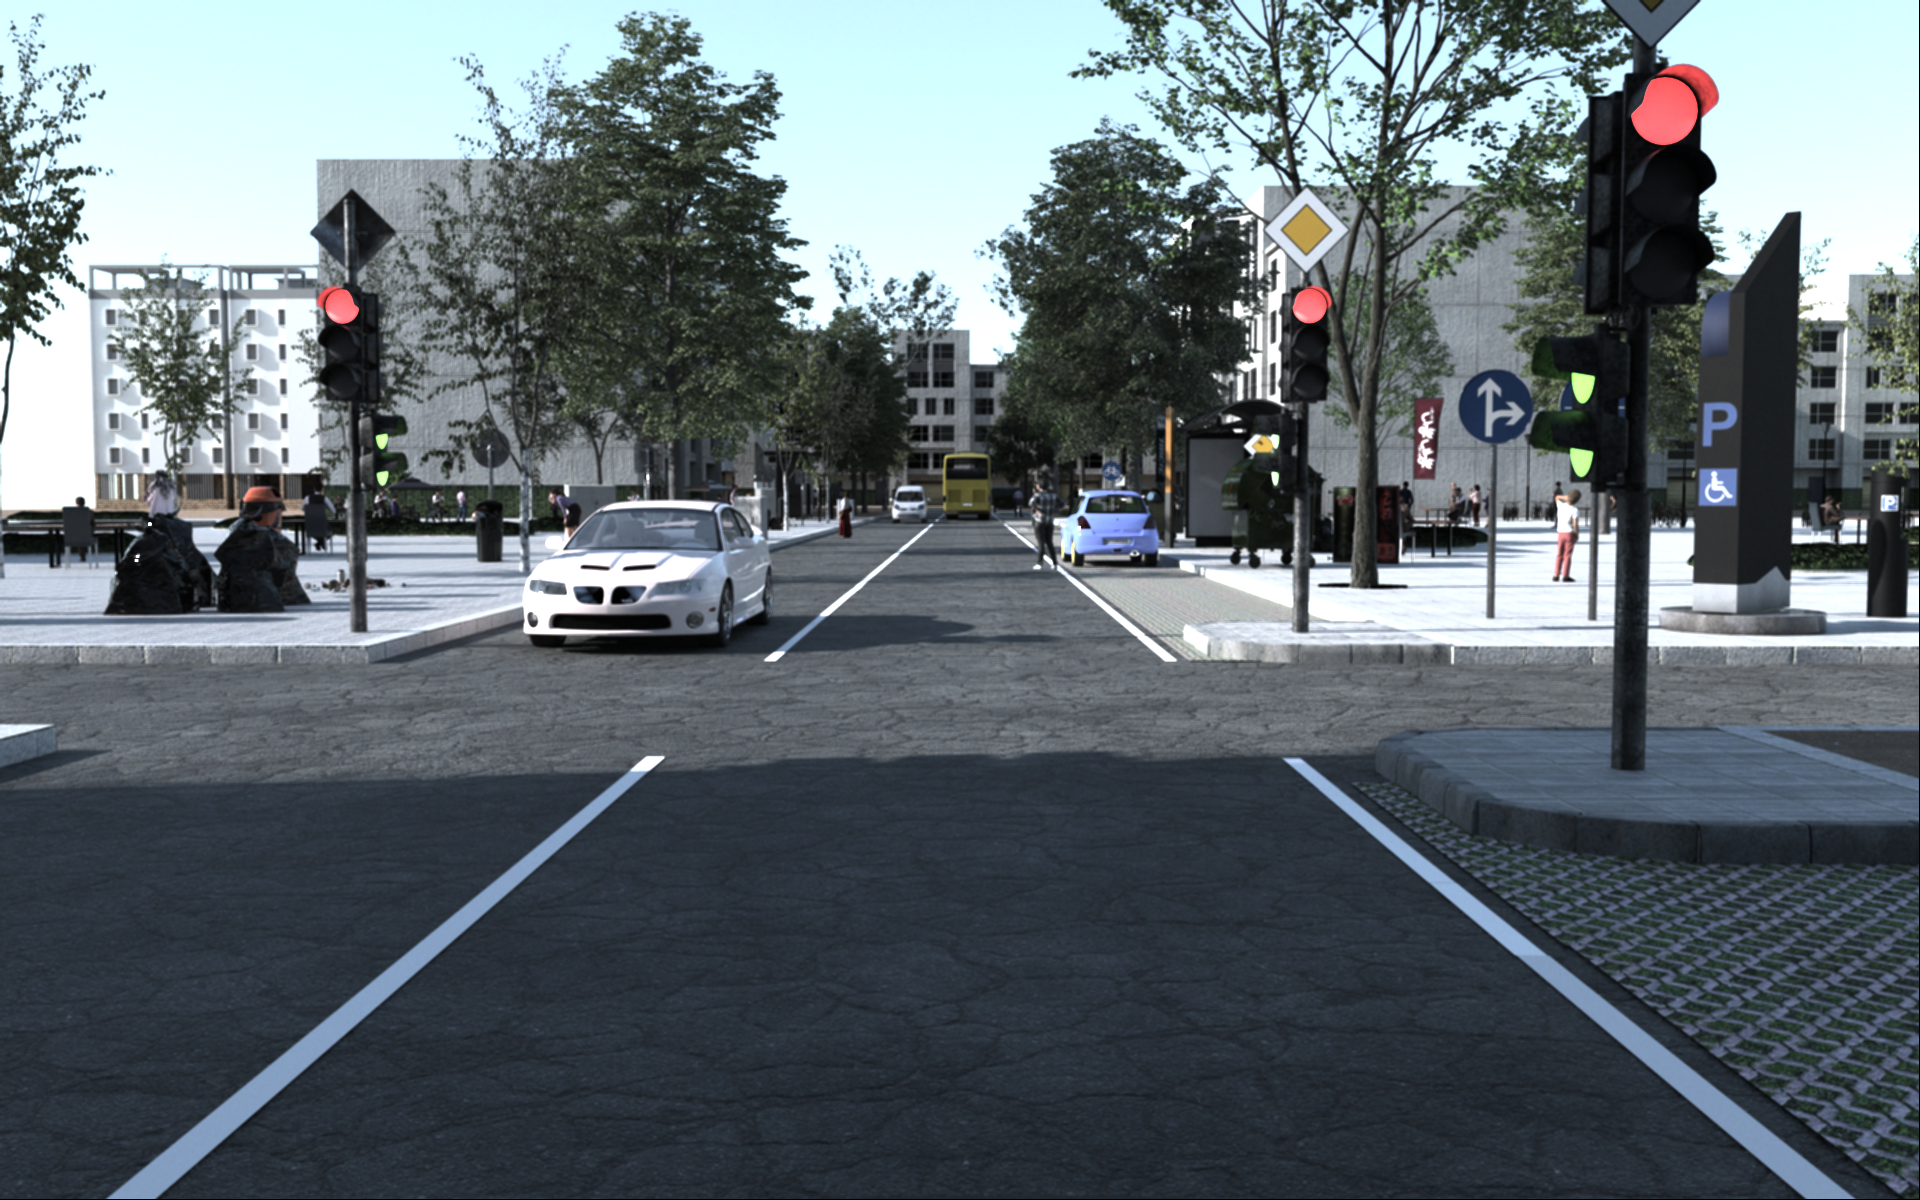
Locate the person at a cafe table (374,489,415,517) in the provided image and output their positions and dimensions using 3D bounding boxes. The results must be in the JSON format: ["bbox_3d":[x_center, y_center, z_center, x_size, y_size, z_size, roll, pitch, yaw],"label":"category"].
[{"bbox_3d":[-25.549,-4.206,77.291,1.622,1.524,1.698,2,4,30],"label":"person at a cafe table"}]

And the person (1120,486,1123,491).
[{"bbox_3d":[11.502,-7.196,123.715,1.348,1.823,0.705,3,5,44],"label":"person"}]

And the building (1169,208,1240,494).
[{"bbox_3d":[30.605,-18.108,140.043,27.936,21.610,32.646,0,4,0],"label":"building"}]

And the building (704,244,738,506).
[{"bbox_3d":[-25.033,-16.671,128.992,16.016,20.091,11.380,0,4,0],"label":"building"}]

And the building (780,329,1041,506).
[{"bbox_3d":[-7.312,-20.062,194.466,31.486,18.905,16.747,0,4,0],"label":"building"}]

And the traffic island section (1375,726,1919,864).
[{"bbox_3d":[3.147,0.867,8.103,2.009,0.180,2.903,0,4,0],"label":"traffic island section"}]

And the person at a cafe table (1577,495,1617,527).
[{"bbox_3d":[25.177,-3.498,68.046,1.726,1.238,1.698,3,4,39],"label":"person at a cafe table"}]

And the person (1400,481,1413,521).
[{"bbox_3d":[16.092,-3.408,62.475,0.576,1.737,0.504,2,4,28],"label":"person"}]

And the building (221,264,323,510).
[{"bbox_3d":[-54.181,-17.920,149.411,11.380,20.091,16.016,0,4,0],"label":"building"}]

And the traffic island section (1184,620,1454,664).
[{"bbox_3d":[3.184,0.379,16.088,2.009,0.180,2.903,0,4,0],"label":"traffic island section"}]

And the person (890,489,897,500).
[{"bbox_3d":[-5.718,-8.952,153.194,0.721,1.735,1.217,3,5,45],"label":"person"}]

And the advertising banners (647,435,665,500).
[{"bbox_3d":[-9.014,-3.374,51.357,0.090,3.025,2.074,0,4,3],"label":"advertising banners"}]

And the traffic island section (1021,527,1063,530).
[{"bbox_3d":[3.427,-2.817,68.919,1.991,0.108,1.994,0,4,0],"label":"traffic island section"}]

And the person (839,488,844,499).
[{"bbox_3d":[-10.214,-8.823,150.375,0.705,1.814,1.350,1,4,21],"label":"person"}]

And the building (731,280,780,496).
[{"bbox_3d":[-32.315,-17.237,148.282,31.486,18.905,16.747,0,4,0],"label":"building"}]

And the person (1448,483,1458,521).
[{"bbox_3d":[21.282,-4.155,74.530,0.434,1.755,0.990,0,4,-5],"label":"person"}]

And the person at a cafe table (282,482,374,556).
[{"bbox_3d":[-13.376,-1.702,36.341,1.698,1.524,1.622,-1,4,-10],"label":"person at a cafe table"}]

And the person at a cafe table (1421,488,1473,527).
[{"bbox_3d":[18.409,-3.458,65.053,1.622,1.524,1.698,0,4,-7],"label":"person at a cafe table"}]

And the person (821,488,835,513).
[{"bbox_3d":[-9.106,-6.883,119.398,1.217,1.723,0.721,2,4,27],"label":"person"}]

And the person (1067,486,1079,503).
[{"bbox_3d":[7.490,-6.476,111.951,1.348,1.821,0.705,2,4,34],"label":"person"}]

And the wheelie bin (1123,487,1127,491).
[{"bbox_3d":[8.035,-4.552,82.340,0.693,1.594,0.980,-3,5,-43],"label":"wheelie bin"}]

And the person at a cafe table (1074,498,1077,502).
[{"bbox_3d":[6.531,-4.635,86.649,1.726,1.238,1.698,3,5,42],"label":"person at a cafe table"}]

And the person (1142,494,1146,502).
[{"bbox_3d":[18.246,-9.796,171.860,0.628,1.438,0.799,-2,4,-30],"label":"person"}]

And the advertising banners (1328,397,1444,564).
[{"bbox_3d":[7.822,-2.182,31.865,2.074,3.025,0.090,2,4,26],"label":"advertising banners"}]

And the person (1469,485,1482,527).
[{"bbox_3d":[20.302,-3.717,68.271,0.517,1.644,0.566,2,4,23],"label":"person"}]

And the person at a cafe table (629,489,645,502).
[{"bbox_3d":[-16.197,-4.657,84.649,1.698,1.524,1.622,3,5,42],"label":"person at a cafe table"}]

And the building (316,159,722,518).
[{"bbox_3d":[-25.437,-14.734,107.359,16.747,18.905,31.486,0,4,0],"label":"building"}]

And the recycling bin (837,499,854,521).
[{"bbox_3d":[-5.515,-4.346,83.617,0.722,1.027,0.722,0,4,5],"label":"recycling bin"}]

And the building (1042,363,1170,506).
[{"bbox_3d":[24.390,-20.009,193.608,31.486,18.905,16.747,0,4,0],"label":"building"}]

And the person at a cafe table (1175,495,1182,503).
[{"bbox_3d":[7.666,-3.235,61.412,1.698,1.524,1.622,-2,4,-26],"label":"person at a cafe table"}]

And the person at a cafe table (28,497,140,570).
[{"bbox_3d":[-15.264,-1.181,30.168,1.698,1.238,1.726,-1,4,-19],"label":"person at a cafe table"}]

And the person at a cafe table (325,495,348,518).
[{"bbox_3d":[-26.997,-3.880,74.296,1.698,1.238,1.726,3,4,38],"label":"person at a cafe table"}]

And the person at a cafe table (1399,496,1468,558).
[{"bbox_3d":[9.192,-1.498,35.358,1.698,1.238,1.726,3,5,41],"label":"person at a cafe table"}]

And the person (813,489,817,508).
[{"bbox_3d":[-12.983,-9.090,155.594,0.756,1.711,0.436,-3,5,-39],"label":"person"}]

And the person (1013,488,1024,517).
[{"bbox_3d":[3.685,-6.082,107.801,0.709,1.838,0.599,1,4,21],"label":"person"}]

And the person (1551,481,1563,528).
[{"bbox_3d":[22.563,-3.618,65.725,0.617,1.759,0.750,-2,4,-28],"label":"person"}]

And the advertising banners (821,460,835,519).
[{"bbox_3d":[-6.727,-5.609,87.888,0.090,3.025,2.074,1,4,14],"label":"advertising banners"}]

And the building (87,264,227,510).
[{"bbox_3d":[-65.561,-17.918,149.373,11.380,20.091,16.016,0,4,0],"label":"building"}]

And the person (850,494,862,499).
[{"bbox_3d":[-7.660,-7.366,127.181,0.721,1.736,1.217,3,5,39],"label":"person"}]

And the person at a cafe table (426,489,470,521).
[{"bbox_3d":[-23.034,-4.225,77.589,1.622,1.524,1.698,0,4,3],"label":"person at a cafe table"}]

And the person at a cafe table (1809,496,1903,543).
[{"bbox_3d":[21.318,-1.878,41.566,1.726,1.238,1.698,0,4,2],"label":"person at a cafe table"}]

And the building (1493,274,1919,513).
[{"bbox_3d":[63.915,-17.201,147.701,31.486,18.905,16.747,0,4,0],"label":"building"}]

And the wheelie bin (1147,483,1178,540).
[{"bbox_3d":[5.594,-2.459,48.115,0.693,1.594,0.980,2,4,35],"label":"wheelie bin"}]

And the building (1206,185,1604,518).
[{"bbox_3d":[25.738,-14.764,107.853,16.747,18.905,31.486,0,4,0],"label":"building"}]
